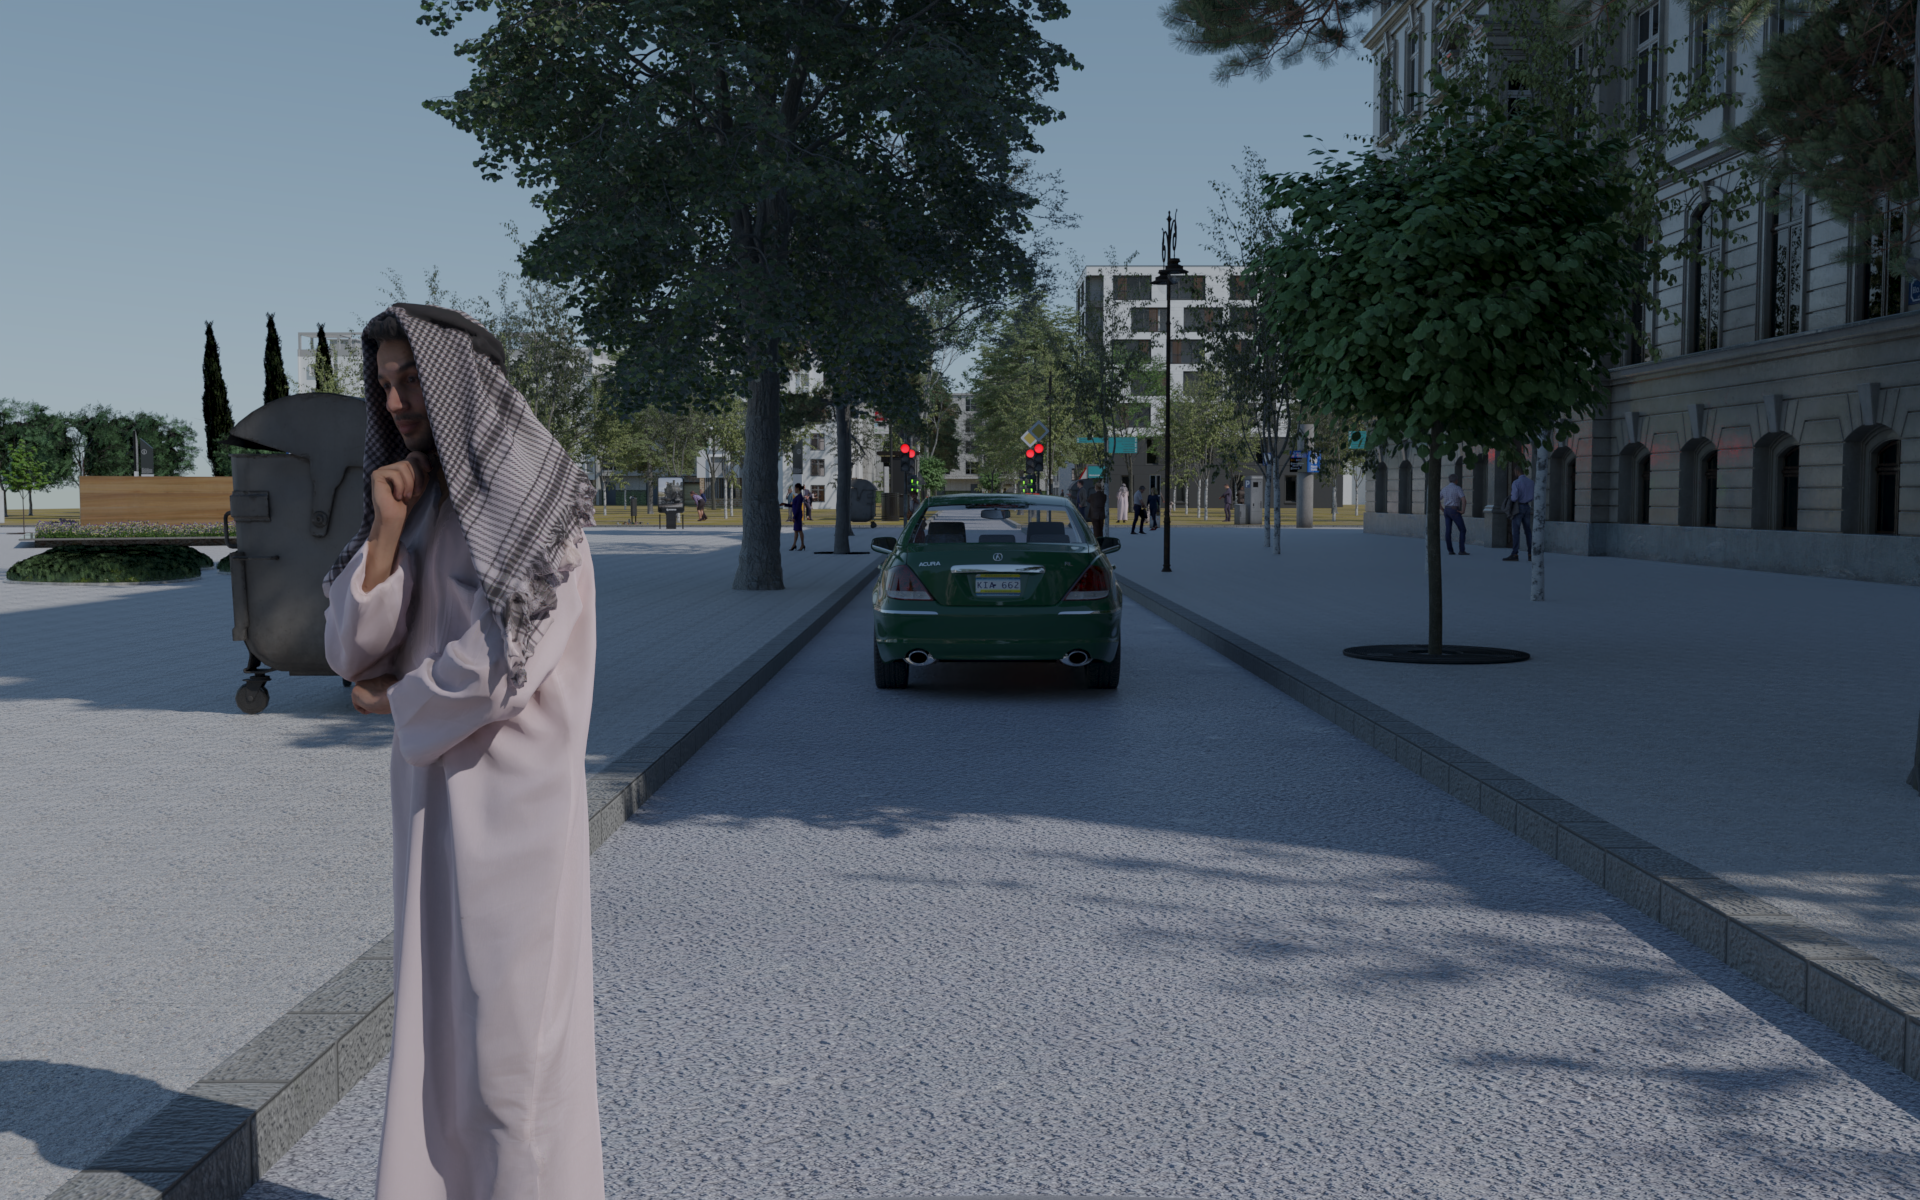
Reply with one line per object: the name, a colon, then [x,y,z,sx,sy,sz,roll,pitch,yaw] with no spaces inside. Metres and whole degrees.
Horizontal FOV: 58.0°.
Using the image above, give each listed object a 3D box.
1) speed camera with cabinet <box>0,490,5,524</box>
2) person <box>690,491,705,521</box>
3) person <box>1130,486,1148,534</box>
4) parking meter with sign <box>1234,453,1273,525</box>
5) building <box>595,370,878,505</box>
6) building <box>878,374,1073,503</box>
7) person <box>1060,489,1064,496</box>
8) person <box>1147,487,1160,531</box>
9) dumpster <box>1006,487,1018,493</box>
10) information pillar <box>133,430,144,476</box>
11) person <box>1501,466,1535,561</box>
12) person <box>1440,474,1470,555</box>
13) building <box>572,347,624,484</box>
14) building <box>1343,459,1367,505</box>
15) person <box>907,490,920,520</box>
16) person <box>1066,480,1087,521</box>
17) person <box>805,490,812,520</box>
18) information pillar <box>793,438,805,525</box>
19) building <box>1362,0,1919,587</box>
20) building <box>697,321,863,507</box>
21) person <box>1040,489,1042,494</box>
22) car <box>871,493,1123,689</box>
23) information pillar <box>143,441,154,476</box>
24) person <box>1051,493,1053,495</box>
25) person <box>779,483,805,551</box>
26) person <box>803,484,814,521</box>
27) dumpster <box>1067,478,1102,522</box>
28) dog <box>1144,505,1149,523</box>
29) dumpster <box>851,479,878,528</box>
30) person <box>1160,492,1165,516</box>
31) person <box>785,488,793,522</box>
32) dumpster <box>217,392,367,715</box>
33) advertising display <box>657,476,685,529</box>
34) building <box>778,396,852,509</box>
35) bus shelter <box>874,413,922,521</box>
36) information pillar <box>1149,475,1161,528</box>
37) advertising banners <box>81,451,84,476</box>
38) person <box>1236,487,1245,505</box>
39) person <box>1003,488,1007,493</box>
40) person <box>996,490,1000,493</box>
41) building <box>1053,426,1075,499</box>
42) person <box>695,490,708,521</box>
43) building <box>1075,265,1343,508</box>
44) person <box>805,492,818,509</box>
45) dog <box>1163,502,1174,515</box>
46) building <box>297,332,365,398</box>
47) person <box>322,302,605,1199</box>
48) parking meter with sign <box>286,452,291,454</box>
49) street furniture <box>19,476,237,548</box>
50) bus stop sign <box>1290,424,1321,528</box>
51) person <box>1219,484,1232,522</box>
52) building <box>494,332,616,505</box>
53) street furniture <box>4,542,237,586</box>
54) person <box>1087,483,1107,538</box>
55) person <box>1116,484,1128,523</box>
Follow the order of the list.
speed camera with cabinet: [-42.051,-4.887,74.238,0.660,3.252,2.038,1,4,17]
person: [-12.367,-4.422,81.575,0.697,1.427,0.421,0,4,4]
person: [5.729,-2.880,55.340,0.590,1.554,0.614,0,4,-4]
parking meter with sign: [12.287,-4.671,72.630,1.738,3.016,0.543,-2,4,-32]
building: [-26.364,-20.910,208.337,31.486,18.905,16.747,0,3,0]
building: [3.384,-23.339,248.055,31.486,18.905,16.747,0,3,0]
person: [10.078,-10.075,171.314,0.434,1.755,0.990,0,4,7]
person: [6.828,-3.210,61.066,0.480,1.512,0.613,1,4,10]
dumpster: [4.253,-7.994,136.452,1.264,1.857,1.865,0,4,0]
information pillar: [-30.297,-4.426,63.719,0.183,3.616,0.504,-1,4,-18]
person: [10.668,-1.668,33.184,0.709,1.838,0.599,-2,4,-25]
person: [10.458,-1.814,36.647,0.436,1.711,0.756,-2,4,-30]
building: [-62.904,-25.071,253.885,32.646,21.610,27.936,0,3,0]
building: [65.175,-18.519,244.930,28.070,9.664,9.099,0,3,0]
person: [-1.014,-1.790,40.233,0.387,1.526,0.523,2,4,33]
person: [3.908,-3.154,58.148,0.750,1.759,0.617,0,4,8]
person: [-7.509,-4.717,85.705,0.480,1.512,0.613,-1,4,-19]
information pillar: [-6.807,-4.985,72.865,0.504,3.616,0.183,2,4,28]
building: [18.432,-13.475,39.394,14.460,24.649,34.723,0,3,0]
building: [-18.884,-19.919,182.096,16.016,20.091,11.380,0,3,0]
person: [8.509,-10.788,182.514,0.705,1.814,1.350,3,5,39]
car: [0.295,-0.145,14.173,2.131,1.459,4.920,0,4,1]
information pillar: [-34.265,-4.995,73.026,0.504,3.616,0.183,-1,4,-9]
person: [10.849,-12.175,208.336,0.697,1.427,0.421,3,5,42]
person: [-3.771,-1.875,39.074,0.546,1.535,0.453,-1,4,-23]
person: [-7.416,-4.715,83.589,0.683,1.767,0.568,-1,4,-17]
dumpster: [4.705,-3.626,65.049,1.264,1.857,1.865,0,4,0]
dog: [8.097,-3.759,75.837,0.800,0.831,0.513,-2,4,-25]
dumpster: [-3.767,-3.639,65.250,1.264,1.857,1.865,0,3,0]
person: [11.593,-5.851,102.254,0.990,1.755,0.434,1,4,22]
person: [-7.800,-4.363,79.594,0.429,1.552,0.499,0,4,-1]
dumpster: [-3.632,-0.304,10.737,1.264,1.857,1.865,0,3,0]
advertising display: [-10.567,-3.555,63.341,0.974,1.923,0.123,0,4,3]
building: [-14.592,-13.491,162.727,9.099,9.664,28.070,0,3,0]
bus shelter: [-3.045,-6.604,85.609,2.179,5.291,8.768,0,3,0]
information pillar: [7.370,-3.729,65.454,0.304,2.012,0.304,3,5,42]
advertising banners: [-32.553,-4.167,64.316,0.090,3.025,2.074,-2,4,-26]
person: [17.046,-6.026,105.258,0.565,1.739,0.600,-2,4,-33]
person: [4.325,-9.794,165.804,1.348,1.869,0.705,-1,4,-20]
person: [3.998,-10.564,179.213,0.683,1.767,0.568,3,5,40]
building: [16.027,-15.922,202.469,9.099,9.664,28.070,0,3,0]
person: [-12.520,-4.585,83.697,0.600,1.496,0.574,0,4,-1]
building: [25.195,-20.012,171.163,27.936,21.610,32.646,0,3,0]
person: [-12.444,-8.352,145.788,0.799,1.438,0.628,-2,4,-24]
dog: [12.407,-5.490,104.143,0.800,0.831,0.513,2,4,29]
building: [-71.131,-21.536,208.537,11.380,20.091,16.016,0,3,0]
person: [-0.829,0.384,2.895,0.551,1.740,0.621,2,4,23]
parking meter with sign: [-24.266,-4.122,63.656,0.543,3.016,1.738,-1,4,-10]
street furniture: [-21.365,-2.295,44.370,9.812,1.723,11.010,-2,4,-27]
bus stop sign: [13.048,-4.677,65.486,0.837,3.901,0.837,-3,5,-41]
person: [12.300,-4.516,80.326,0.568,1.767,0.683,1,4,14]
building: [-47.797,-21.534,208.503,11.380,20.091,16.016,0,3,0]
street furniture: [-11.468,-0.843,29.416,5.734,0.657,10.072,3,4,36]
person: [3.231,-2.002,41.043,0.482,1.546,0.388,-1,4,-19]
person: [7.282,-4.327,77.460,0.551,1.740,0.621,-1,4,-23]
